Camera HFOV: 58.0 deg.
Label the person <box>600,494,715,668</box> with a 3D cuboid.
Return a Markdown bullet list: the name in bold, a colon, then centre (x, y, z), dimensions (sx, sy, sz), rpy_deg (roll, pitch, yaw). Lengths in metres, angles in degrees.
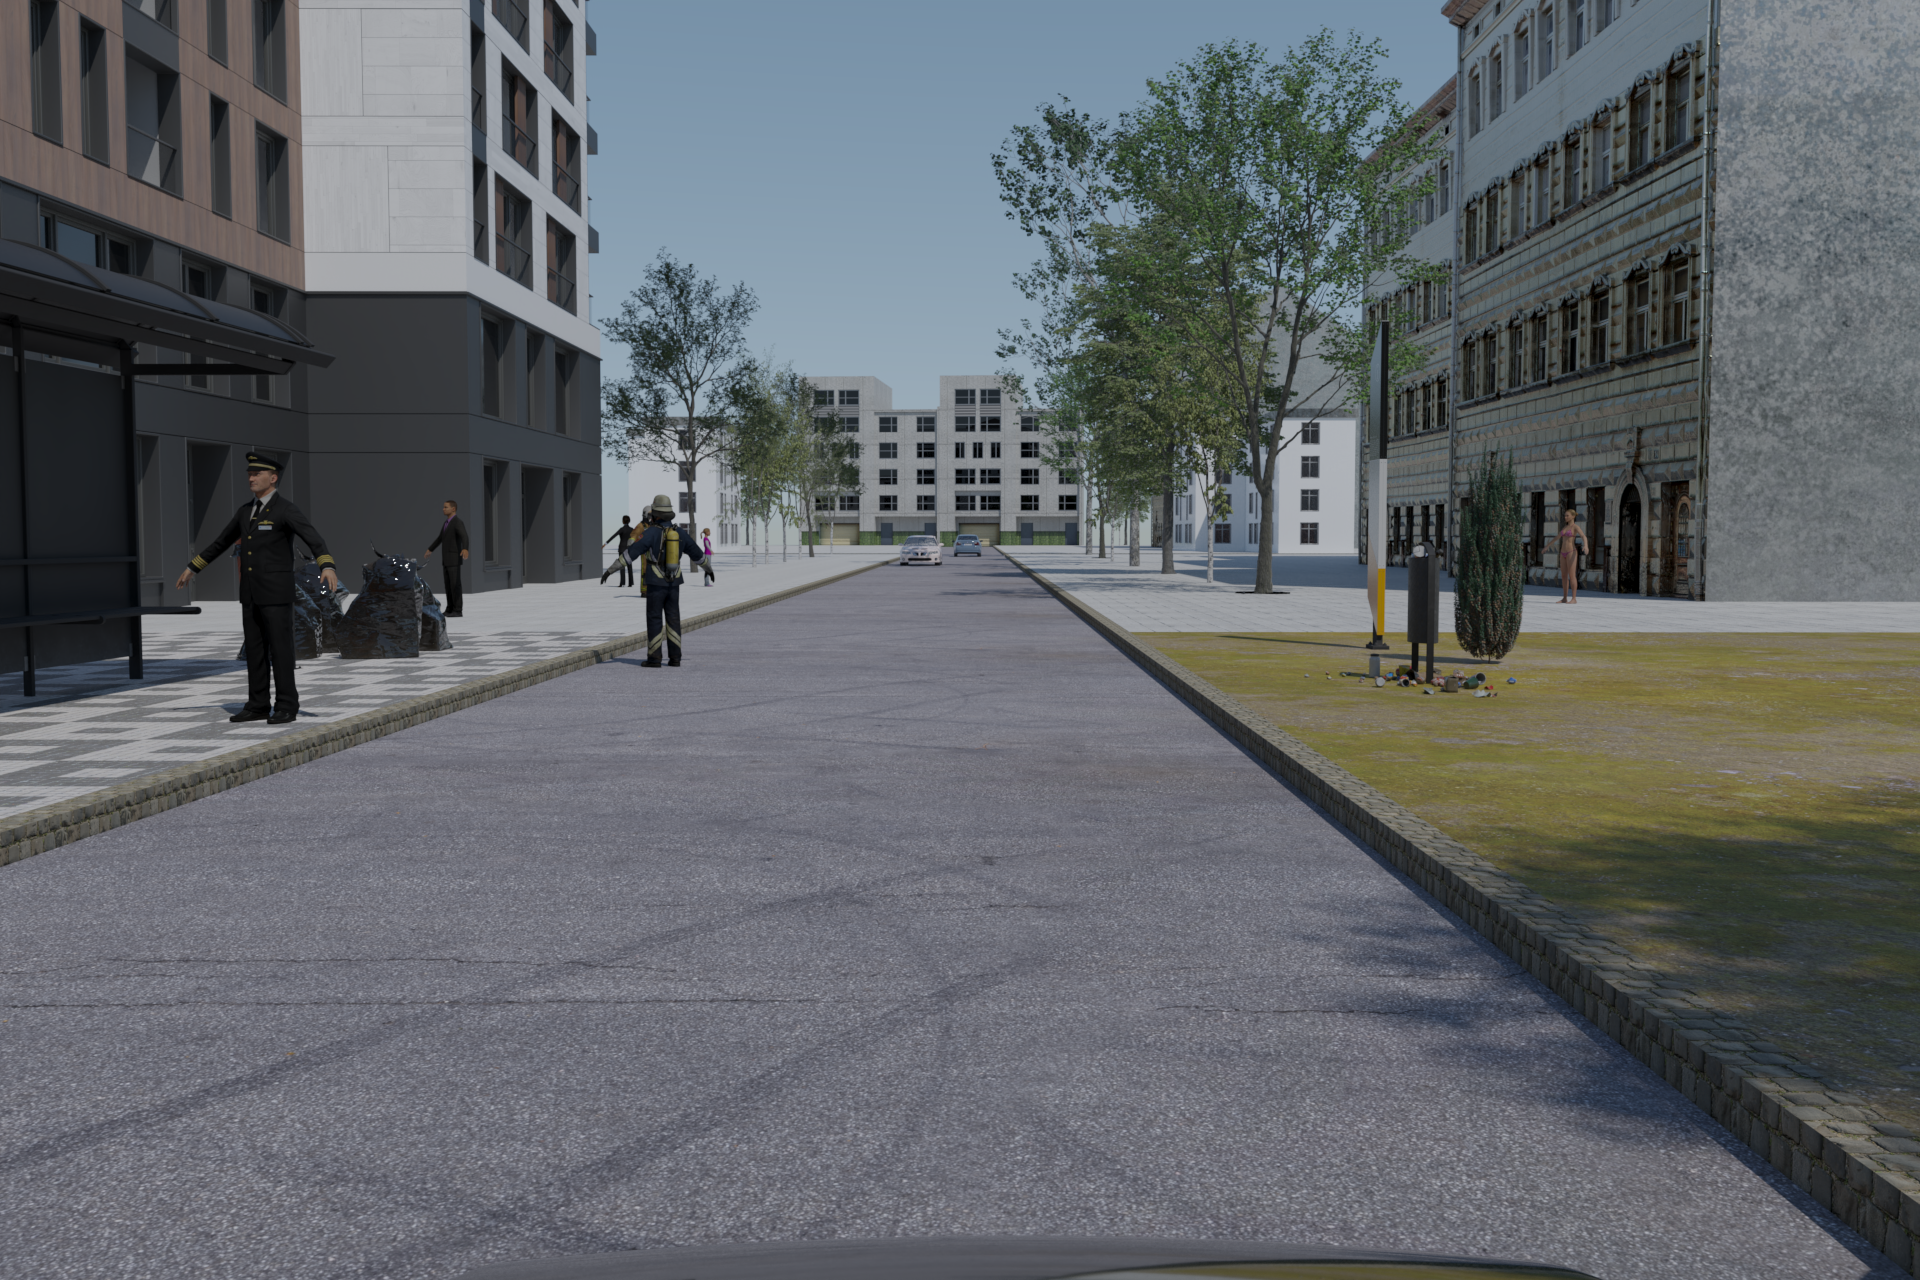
- **person**: centre (-3.212, -0.638, 18.666), dimensions (1.354, 1.856, 0.705), rpy_deg (-3, 4, -36)

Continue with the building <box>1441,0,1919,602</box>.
- **building**: centre (23.418, -12.844, 40.932), dimensions (19.493, 23.208, 18.063), rpy_deg (0, 4, 1)

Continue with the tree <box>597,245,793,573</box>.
- **tree**: centre (-9.123, -7.496, 56.971), dimensions (7.601, 10.594, 8.767), rpy_deg (-2, 4, -29)

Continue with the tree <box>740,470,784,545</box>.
- **tree**: centre (-23.568, -16.943, 195.139), dimensions (7.486, 12.596, 7.792), rpy_deg (0, 3, 0)

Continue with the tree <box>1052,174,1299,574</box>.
- **tree**: centre (6.772, -8.357, 54.772), dimensions (7.486, 12.596, 7.792), rpy_deg (0, 3, 0)

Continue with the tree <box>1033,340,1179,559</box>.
- **tree**: centre (7.639, -10.122, 91.249), dimensions (9.928, 11.665, 9.643), rpy_deg (0, 3, 0)

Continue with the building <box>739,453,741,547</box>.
- **building**: centre (-25.442, -13.694, 166.049), dimensions (9.099, 9.664, 28.070), rpy_deg (0, 4, 0)

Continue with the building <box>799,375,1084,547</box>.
- **building**: centre (-1.546, -20.250, 199.999), dimensions (31.486, 18.905, 16.747), rpy_deg (0, 4, 5)

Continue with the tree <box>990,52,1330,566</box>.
- **tree**: centre (8.247, -12.939, 67.435), dimensions (12.611, 20.169, 13.585), rpy_deg (0, 3, 0)

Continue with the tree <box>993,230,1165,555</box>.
- **tree**: centre (7.763, -15.389, 107.506), dimensions (12.611, 20.169, 13.585), rpy_deg (0, 3, 0)

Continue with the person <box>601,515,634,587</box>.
- **person**: centre (-8.096, -2.140, 41.716), dimensions (0.721, 1.740, 1.216), rpy_deg (3, 5, 44)

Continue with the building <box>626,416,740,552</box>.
- **building**: centre (-21.952, -11.960, 137.699), dimensions (9.099, 9.664, 28.070), rpy_deg (0, 4, 0)

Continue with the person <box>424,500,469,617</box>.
- **person**: centre (-7.876, -1.256, 26.756), dimensions (0.704, 1.802, 1.346), rpy_deg (-3, 5, -42)

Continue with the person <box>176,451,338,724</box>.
- **person**: centre (-4.745, -0.359, 11.804), dimensions (1.347, 1.837, 0.705), rpy_deg (1, 4, 21)

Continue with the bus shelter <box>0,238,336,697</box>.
- **bus shelter**: centre (-6.636, -1.152, 12.756), dimensions (2.014, 3.302, 5.546), rpy_deg (0, 4, 2)

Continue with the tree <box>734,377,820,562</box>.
- **tree**: centre (-7.873, -7.892, 79.391), dimensions (4.360, 8.622, 3.978), rpy_deg (0, 3, 0)

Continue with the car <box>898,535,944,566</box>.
- **car**: centre (-1.776, -4.128, 79.859), dimensions (2.083, 1.381, 4.827), rpy_deg (0, 4, 1)

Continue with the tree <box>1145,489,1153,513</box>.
- **tree**: centre (23.236, -14.903, 194.028), dimensions (4.360, 8.622, 3.978), rpy_deg (0, 3, 0)

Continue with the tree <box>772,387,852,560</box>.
- **tree**: centre (-8.180, -8.361, 87.068), dimensions (4.360, 8.622, 3.978), rpy_deg (0, 3, 0)

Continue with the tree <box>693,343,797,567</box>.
- **tree**: centre (-7.816, -7.099, 66.432), dimensions (4.360, 8.622, 3.978), rpy_deg (0, 3, 0)

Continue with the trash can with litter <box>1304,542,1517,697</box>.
- **trash can with litter**: centre (3.913, -0.220, 14.653), dimensions (1.678, 1.210, 2.233), rpy_deg (0, 4, 0)

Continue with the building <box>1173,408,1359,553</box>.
- **building**: centre (22.080, -11.476, 129.775), dimensions (9.099, 9.664, 28.070), rpy_deg (0, 4, 0)

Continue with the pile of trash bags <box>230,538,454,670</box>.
- **pile of trash bags**: centre (-6.548, -0.494, 17.830), dimensions (1.912, 1.369, 3.447), rpy_deg (0, 4, 1)

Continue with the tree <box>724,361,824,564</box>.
- **tree**: centre (-8.061, -7.491, 72.835), dimensions (4.737, 8.622, 4.395), rpy_deg (0, 3, 0)

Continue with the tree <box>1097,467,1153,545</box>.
- **tree**: centre (19.601, -17.251, 200.178), dimensions (7.486, 12.596, 7.792), rpy_deg (0, 3, 0)

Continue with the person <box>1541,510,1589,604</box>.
- **person**: centre (11.178, -1.539, 31.965), dimensions (0.721, 1.733, 1.217), rpy_deg (-1, 4, -20)

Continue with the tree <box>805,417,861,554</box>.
- **tree**: centre (-8.065, -9.686, 108.724), dimensions (4.360, 8.622, 3.978), rpy_deg (0, 3, 0)

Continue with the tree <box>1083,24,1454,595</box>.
- **tree**: centre (6.467, -6.783, 36.653), dimensions (9.928, 11.665, 9.643), rpy_deg (0, 3, 0)

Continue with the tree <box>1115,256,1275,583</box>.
- **tree**: centre (6.356, -5.796, 45.121), dimensions (4.737, 8.622, 4.395), rpy_deg (0, 3, 0)

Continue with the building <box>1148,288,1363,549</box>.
- **building**: centre (28.105, -20.201, 161.213), dimensions (19.493, 23.208, 18.063), rpy_deg (0, 4, 0)

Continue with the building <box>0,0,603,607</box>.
- **building**: centre (-24.330, -11.627, 34.073), dimensions (27.936, 21.610, 32.646), rpy_deg (0, 4, 0)

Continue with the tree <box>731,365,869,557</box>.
- **tree**: centre (-8.444, -9.835, 95.211), dimensions (7.601, 10.594, 8.767), rpy_deg (2, 4, 29)

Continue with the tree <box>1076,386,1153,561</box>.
- **tree**: centre (7.239, -8.000, 81.164), dimensions (4.737, 8.622, 4.395), rpy_deg (0, 3, 0)

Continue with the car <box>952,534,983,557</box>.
- **car**: centre (0.474, -5.996, 110.039), dimensions (2.014, 1.417, 4.499), rpy_deg (0, 3, 0)

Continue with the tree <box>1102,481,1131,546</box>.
- **tree**: centre (18.081, -14.862, 193.360), dimensions (4.360, 8.622, 3.978), rpy_deg (0, 3, 0)

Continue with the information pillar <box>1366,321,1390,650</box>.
- **information pillar**: centre (4.666, -1.711, 19.328), dimensions (0.183, 3.616, 0.504), rpy_deg (0, 4, 0)

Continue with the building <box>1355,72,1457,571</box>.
- **building**: centre (26.019, -14.204, 63.157), dimensions (19.493, 23.208, 18.063), rpy_deg (0, 4, 0)

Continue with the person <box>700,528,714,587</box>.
- **person**: centre (-6.102, -2.018, 42.256), dimensions (0.599, 1.433, 0.991), rpy_deg (-1, 4, -15)

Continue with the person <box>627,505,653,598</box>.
- **person**: centre (-6.234, -1.775, 34.793), dimensions (0.705, 1.858, 1.354), rpy_deg (2, 4, 35)
